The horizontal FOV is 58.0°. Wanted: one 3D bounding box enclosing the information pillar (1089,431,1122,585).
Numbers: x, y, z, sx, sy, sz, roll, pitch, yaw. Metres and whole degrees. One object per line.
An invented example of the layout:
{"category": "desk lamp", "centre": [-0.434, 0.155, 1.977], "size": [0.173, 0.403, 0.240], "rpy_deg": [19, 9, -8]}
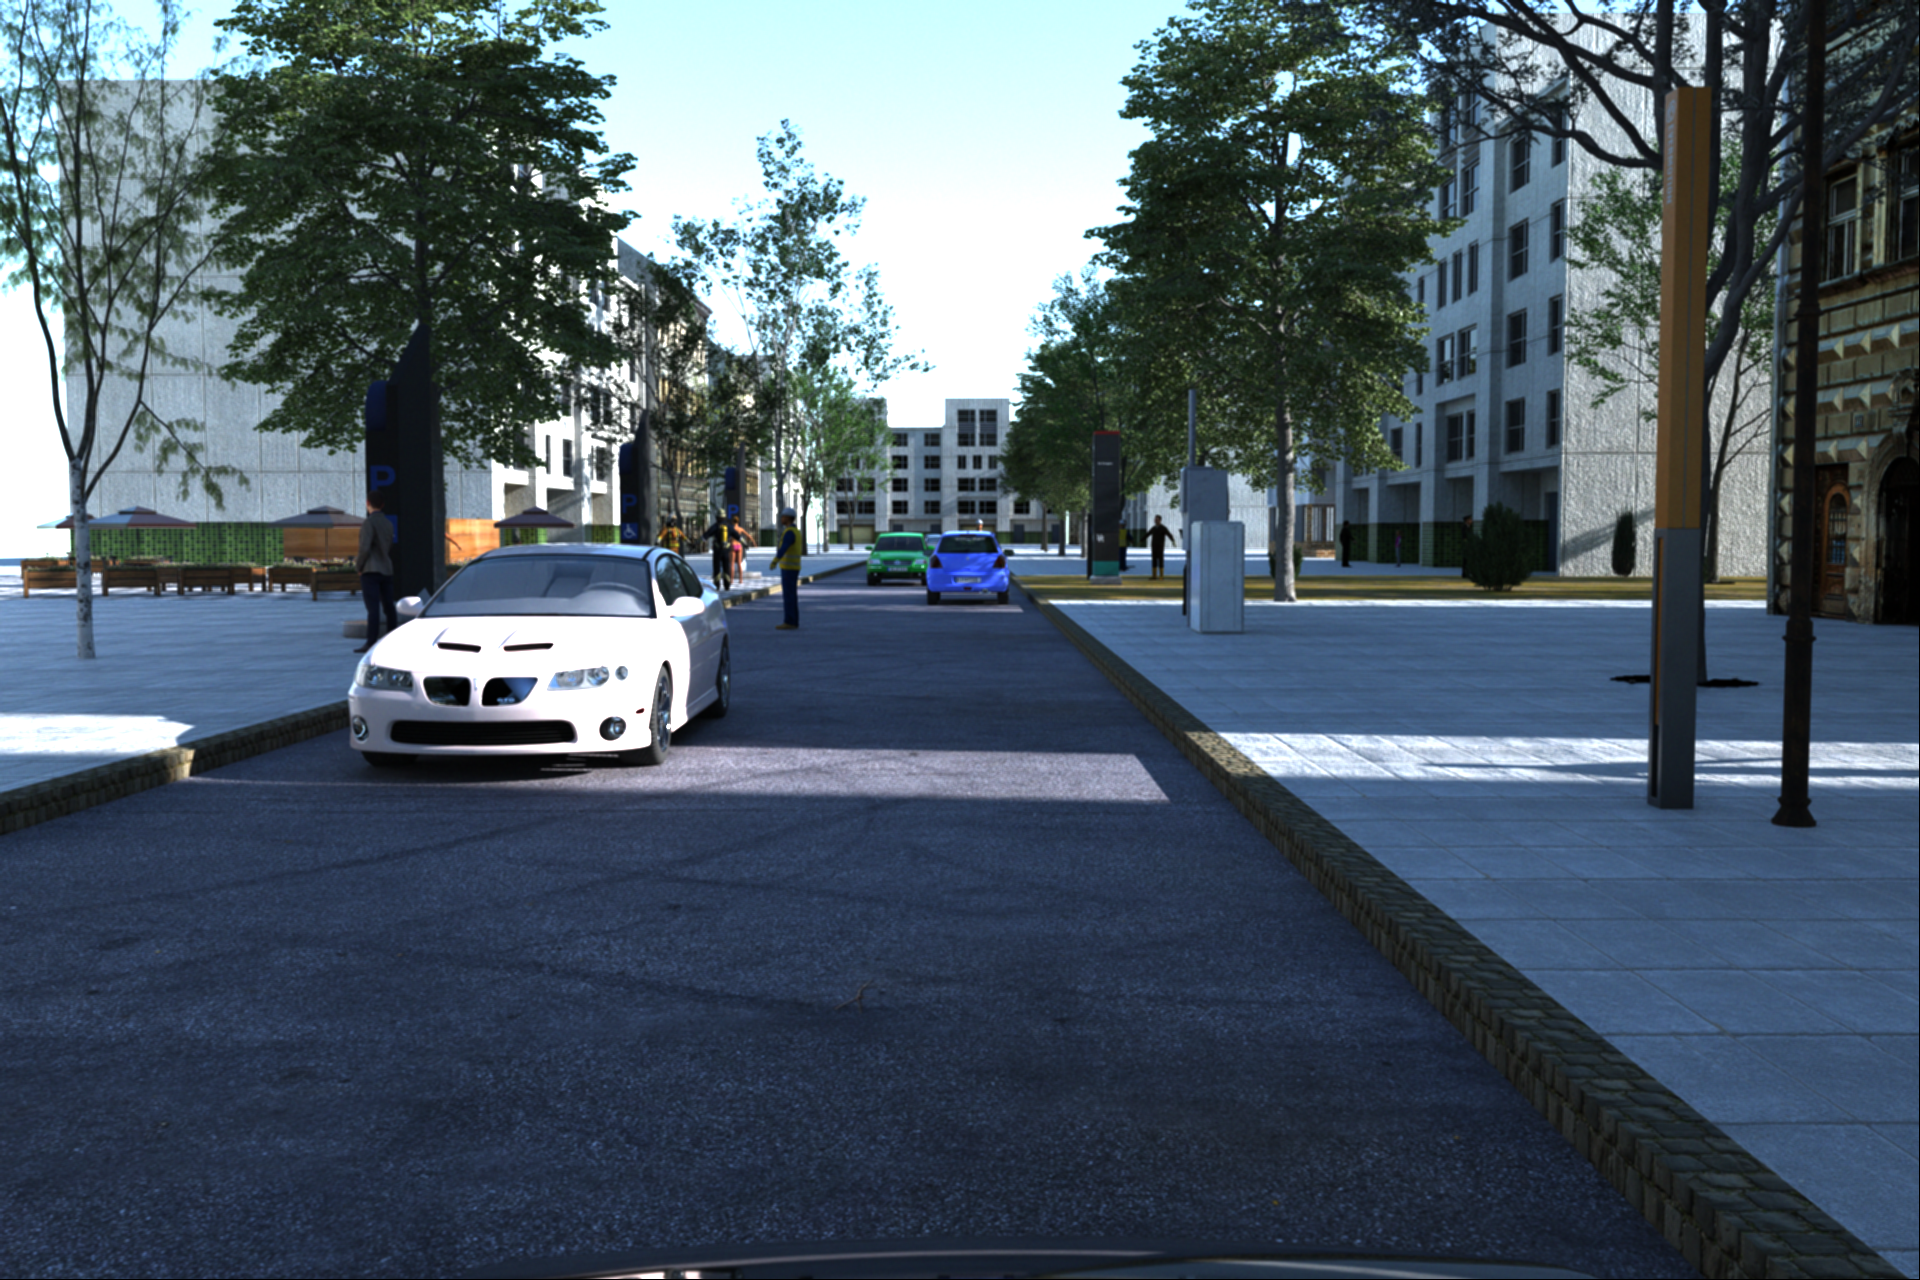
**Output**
{"category": "information pillar", "centre": [3.686, -3.326, 43.762], "size": [0.750, 3.857, 0.750], "rpy_deg": [0, 4, -1]}

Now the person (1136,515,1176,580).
{"category": "person", "centre": [5.478, -2.566, 48.100], "size": [1.346, 1.812, 0.704], "rpy_deg": [3, 5, 42]}

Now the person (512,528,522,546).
{"category": "person", "centre": [-14.921, -3.186, 58.368], "size": [0.705, 1.796, 1.348], "rpy_deg": [-1, 4, -18]}

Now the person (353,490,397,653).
{"category": "person", "centre": [-6.489, -0.756, 18.940], "size": [0.750, 1.759, 0.617], "rpy_deg": [2, 4, 33]}

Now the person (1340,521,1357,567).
{"category": "person", "centre": [15.053, -3.745, 67.424], "size": [0.705, 1.806, 1.347], "rpy_deg": [-1, 4, -13]}

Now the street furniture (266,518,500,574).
{"category": "street furniture", "centre": [-15.628, -2.622, 49.728], "size": [11.010, 1.723, 9.812], "rpy_deg": [0, 4, 1]}

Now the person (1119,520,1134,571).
{"category": "person", "centre": [5.516, -3.256, 59.694], "size": [1.216, 1.772, 0.721], "rpy_deg": [-2, 4, -32]}

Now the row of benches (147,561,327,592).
{"category": "row of benches", "centre": [-16.257, -1.424, 38.739], "size": [4.104, 0.672, 1.422], "rpy_deg": [0, 4, 7]}

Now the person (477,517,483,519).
{"category": "person", "centre": [-15.351, -3.019, 55.487], "size": [0.705, 1.813, 1.348], "rpy_deg": [-1, 4, -16]}

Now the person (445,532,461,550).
{"category": "person", "centre": [-12.110, -2.058, 39.794], "size": [0.704, 1.843, 1.345], "rpy_deg": [3, 5, 43]}

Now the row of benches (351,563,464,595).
{"category": "row of benches", "centre": [-10.987, -1.288, 36.522], "size": [4.104, 0.672, 1.422], "rpy_deg": [1, 4, 12]}

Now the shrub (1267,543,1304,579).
{"category": "shrub", "centre": [8.758, -2.167, 46.555], "size": [1.383, 1.207, 1.383], "rpy_deg": [0, 3, 0]}

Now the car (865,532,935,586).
{"category": "car", "centre": [-1.684, -2.482, 49.384], "size": [1.959, 1.807, 4.718], "rpy_deg": [0, 4, 1]}

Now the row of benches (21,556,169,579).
{"category": "row of benches", "centre": [-24.564, -2.079, 49.449], "size": [4.104, 0.672, 1.422], "rpy_deg": [0, 4, -2]}

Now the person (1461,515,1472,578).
{"category": "person", "centre": [14.777, -2.719, 50.383], "size": [0.705, 1.837, 1.347], "rpy_deg": [2, 4, 26]}

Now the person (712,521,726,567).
{"category": "person", "centre": [-9.196, -3.761, 67.624], "size": [1.347, 1.817, 0.704], "rpy_deg": [3, 5, 44]}

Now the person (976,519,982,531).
{"category": "person", "centre": [0.547, -2.512, 49.380], "size": [1.347, 1.847, 0.705], "rpy_deg": [-1, 4, -11]}

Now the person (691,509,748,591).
{"category": "person", "centre": [-5.420, -2.047, 39.243], "size": [1.354, 1.856, 0.705], "rpy_deg": [-2, 4, -25]}

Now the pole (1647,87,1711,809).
{"category": "pole", "centre": [3.344, -0.869, 8.055], "size": [0.158, 3.312, 0.155], "rpy_deg": [0, 3, 0]}

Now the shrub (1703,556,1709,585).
{"category": "shrub", "centre": [16.198, -1.683, 38.633], "size": [1.383, 1.207, 1.383], "rpy_deg": [0, 3, 0]}

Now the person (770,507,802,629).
{"category": "person", "centre": [-2.603, -1.084, 26.149], "size": [0.705, 1.833, 1.349], "rpy_deg": [0, 4, 8]}

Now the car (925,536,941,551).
{"category": "car", "centre": [-0.753, -3.655, 72.128], "size": [2.083, 1.381, 4.827], "rpy_deg": [0, 4, -1]}

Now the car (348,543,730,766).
{"category": "car", "centre": [-2.754, 0.008, 12.229], "size": [2.083, 1.381, 4.827], "rpy_deg": [0, 3, 0]}

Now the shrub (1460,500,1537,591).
{"category": "shrub", "centre": [12.120, -2.140, 39.027], "size": [1.661, 2.075, 1.752], "rpy_deg": [0, 3, 0]}

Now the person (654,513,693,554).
{"category": "person", "centre": [-7.951, -2.576, 47.885], "size": [0.705, 1.858, 1.354], "rpy_deg": [3, 5, 40]}

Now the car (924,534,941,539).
{"category": "car", "centre": [-1.993, -7.240, 130.370], "size": [2.014, 1.417, 4.499], "rpy_deg": [0, 3, 0]}

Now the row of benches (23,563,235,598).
{"category": "row of benches", "centre": [-17.165, -1.259, 36.055], "size": [4.104, 0.672, 1.422], "rpy_deg": [-2, 4, -30]}

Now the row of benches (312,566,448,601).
{"category": "row of benches", "centre": [-10.595, -1.146, 34.192], "size": [4.104, 0.672, 1.422], "rpy_deg": [-1, 4, -20]}

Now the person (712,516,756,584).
{"category": "person", "centre": [-5.818, -2.317, 44.685], "size": [1.217, 1.733, 0.721], "rpy_deg": [-2, 4, -27]}

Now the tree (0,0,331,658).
{"category": "tree", "centre": [-9.238, -4.131, 17.909], "size": [4.360, 8.622, 3.978], "rpy_deg": [0, 3, 0]}

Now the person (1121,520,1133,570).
{"category": "person", "centre": [5.895, -3.429, 62.287], "size": [0.704, 1.802, 1.346], "rpy_deg": [-1, 4, -16]}

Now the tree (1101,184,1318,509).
{"category": "tree", "centre": [7.710, -8.277, 53.462], "size": [7.486, 12.596, 7.792], "rpy_deg": [0, 3, 0]}

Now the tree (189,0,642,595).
{"category": "tree", "centre": [-9.027, -6.779, 28.961], "size": [7.486, 12.596, 7.792], "rpy_deg": [0, 3, 0]}

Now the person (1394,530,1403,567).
{"category": "person", "centre": [17.096, -3.579, 67.779], "size": [0.599, 1.433, 0.991], "rpy_deg": [1, 4, 9]}

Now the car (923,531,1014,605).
{"category": "car", "centre": [0.176, -1.638, 36.372], "size": [1.945, 1.707, 3.694], "rpy_deg": [0, 4, 1]}
